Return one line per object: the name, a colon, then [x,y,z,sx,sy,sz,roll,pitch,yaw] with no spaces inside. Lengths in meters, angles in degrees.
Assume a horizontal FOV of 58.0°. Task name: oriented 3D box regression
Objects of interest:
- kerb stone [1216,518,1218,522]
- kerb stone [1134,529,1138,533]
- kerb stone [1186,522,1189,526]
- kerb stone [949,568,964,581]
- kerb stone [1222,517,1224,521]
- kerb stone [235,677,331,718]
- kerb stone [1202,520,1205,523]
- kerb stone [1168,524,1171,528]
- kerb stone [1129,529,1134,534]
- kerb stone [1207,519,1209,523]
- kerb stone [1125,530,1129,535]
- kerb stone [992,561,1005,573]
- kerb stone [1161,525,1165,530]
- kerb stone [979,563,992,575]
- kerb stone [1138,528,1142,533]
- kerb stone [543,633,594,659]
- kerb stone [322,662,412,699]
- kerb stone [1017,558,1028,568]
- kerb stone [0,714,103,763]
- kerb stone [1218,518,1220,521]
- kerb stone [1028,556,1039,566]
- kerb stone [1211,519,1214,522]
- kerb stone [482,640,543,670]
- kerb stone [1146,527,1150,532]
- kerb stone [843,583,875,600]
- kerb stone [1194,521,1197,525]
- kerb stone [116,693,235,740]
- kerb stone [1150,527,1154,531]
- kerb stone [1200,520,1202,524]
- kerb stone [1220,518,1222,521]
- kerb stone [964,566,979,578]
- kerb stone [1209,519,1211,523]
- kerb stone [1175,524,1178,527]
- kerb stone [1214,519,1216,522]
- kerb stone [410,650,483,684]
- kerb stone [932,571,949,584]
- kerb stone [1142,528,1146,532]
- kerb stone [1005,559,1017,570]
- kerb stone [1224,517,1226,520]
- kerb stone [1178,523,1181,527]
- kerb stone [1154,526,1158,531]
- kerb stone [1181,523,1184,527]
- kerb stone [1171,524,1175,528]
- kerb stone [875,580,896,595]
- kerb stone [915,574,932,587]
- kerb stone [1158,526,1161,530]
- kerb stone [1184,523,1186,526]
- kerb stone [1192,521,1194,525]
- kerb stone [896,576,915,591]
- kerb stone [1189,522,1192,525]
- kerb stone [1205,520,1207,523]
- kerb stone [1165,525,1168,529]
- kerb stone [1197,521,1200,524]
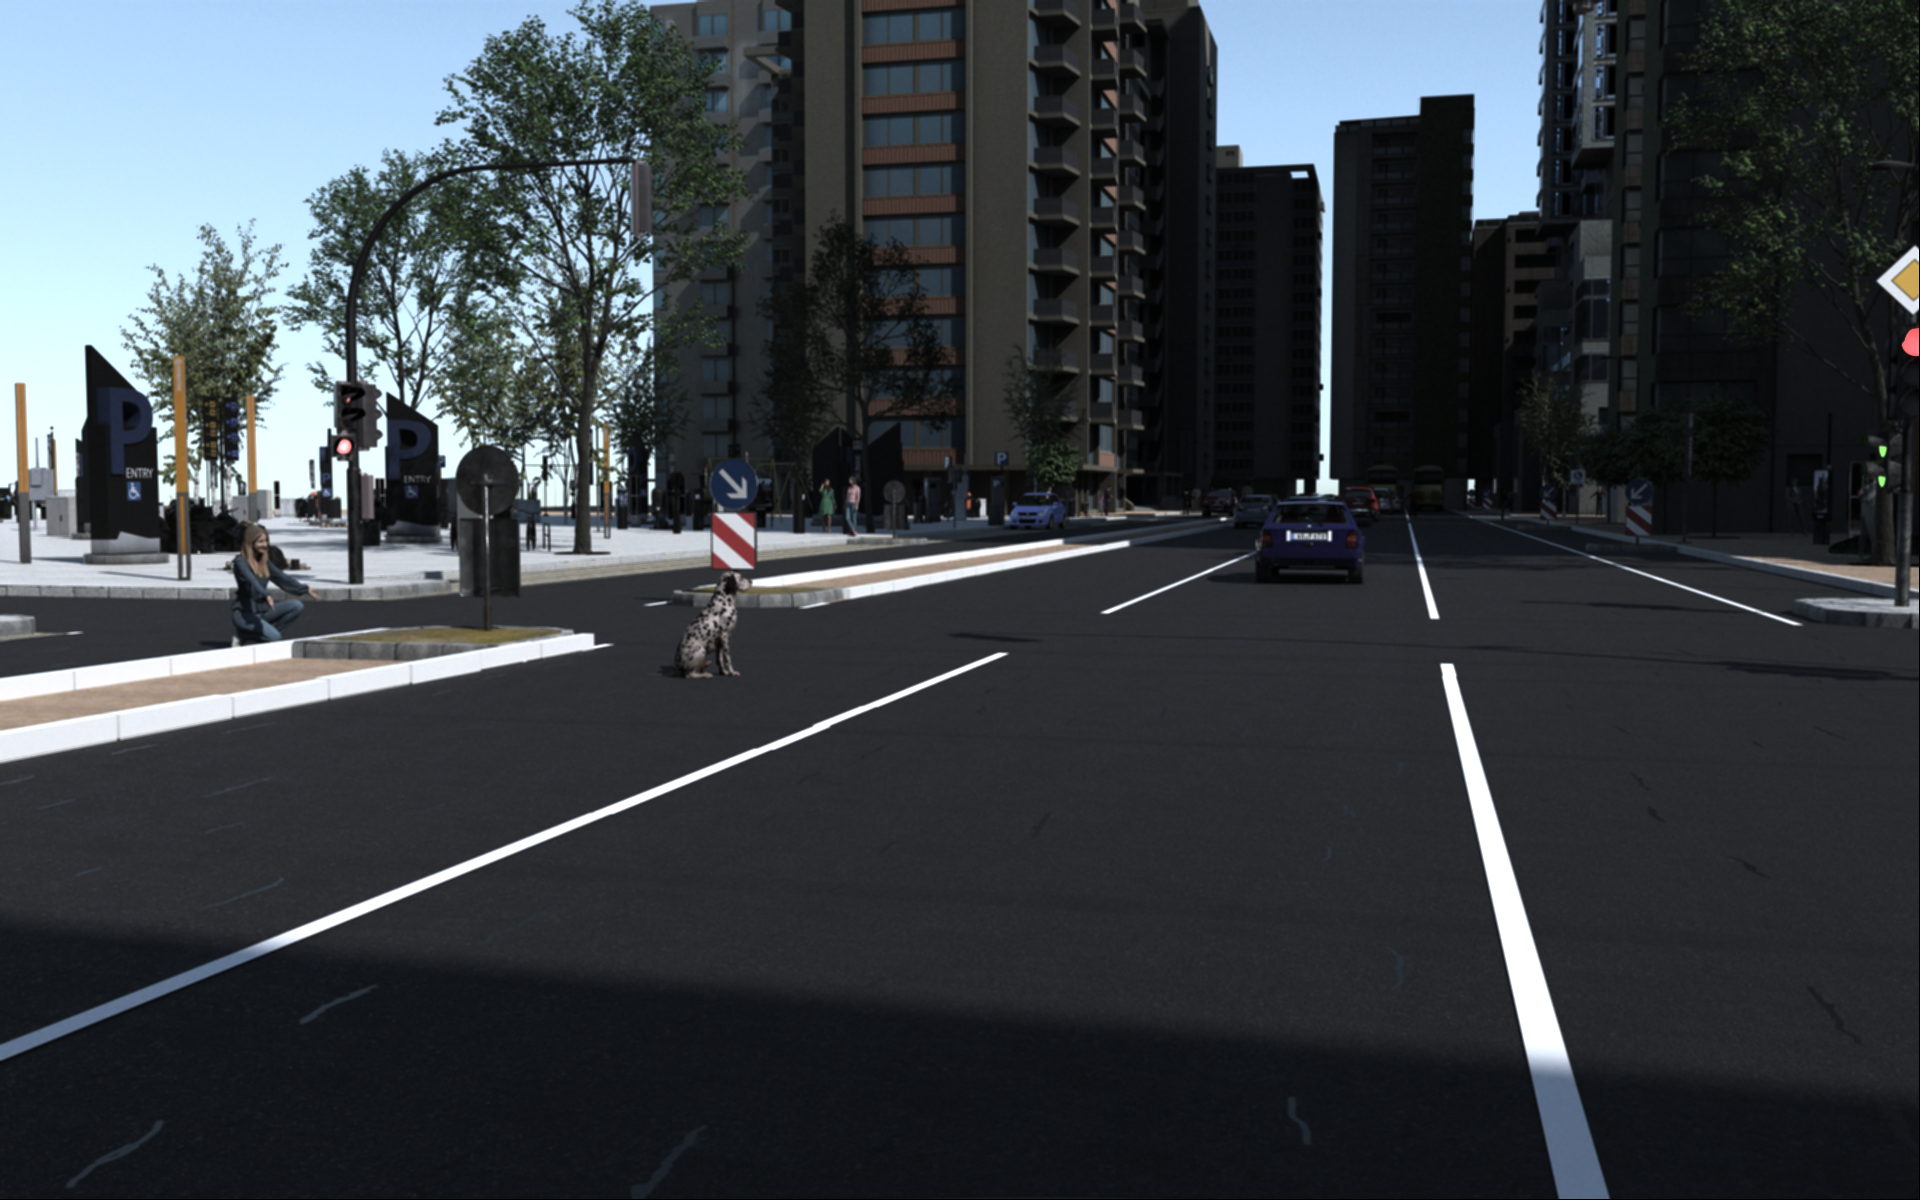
kerb stone: [13.025,-4.093,89.120,0.120,0.150,1.000,1,4,14]
kerb stone: [6.179,-2.446,62.271,0.120,0.150,1.000,1,4,14]
kerb stone: [9.975,-3.363,77.185,0.120,0.150,1.000,1,4,14]
kerb stone: [-0.151,-0.412,28.930,0.120,0.150,1.000,1,4,14]
kerb stone: [13.787,-4.275,92.097,0.120,0.150,1.000,1,4,14]
kerb stone: [-4.576,0.662,11.573,0.120,0.150,1.000,1,4,14]
kerb stone: [11.509,-3.728,83.151,0.120,0.150,1.000,1,4,14]
kerb stone: [8.458,-2.998,71.210,0.120,0.150,1.000,1,4,14]
kerb stone: [5.925,-2.391,61.281,0.120,0.150,1.000,1,4,14]
kerb stone: [12.012,-3.850,85.148,0.120,0.150,1.000,1,4,14]
kerb stone: [5.672,-2.330,60.284,0.120,0.150,1.000,1,4,14]
kerb stone: [0.611,-0.595,31.923,0.120,0.150,1.000,1,4,14]
kerb stone: [7.955,-2.873,69.218,0.120,0.150,1.000,1,4,14]
kerb stone: [0.360,-0.532,30.928,0.120,0.150,1.000,1,4,14]
kerb stone: [6.434,-2.510,63.265,0.120,0.150,1.000,1,4,14]
kerb stone: [-3.563,0.415,15.540,0.120,0.150,1.000,1,4,14]
kerb stone: [-4.324,0.589,12.563,0.120,0.150,1.000,1,4,14]
kerb stone: [1.111,-0.717,33.916,0.120,0.150,1.000,1,4,14]
kerb stone: [-5.079,0.771,9.591,0.120,0.150,1.000,1,4,14]
kerb stone: [13.287,-4.154,90.115,0.120,0.150,1.000,1,4,14]
kerb stone: [1.374,-0.770,34.904,0.120,0.150,1.000,1,4,14]
kerb stone: [12.522,-3.971,87.128,0.120,0.150,1.000,1,4,14]
kerb stone: [-3.821,0.468,14.551,0.120,0.150,1.000,1,4,14]
kerb stone: [6.937,-2.633,65.250,0.120,0.150,1.000,1,4,14]
kerb stone: [-1.423,-0.108,23.963,0.120,0.150,1.000,1,4,14]
kerb stone: [10.741,-3.545,80.161,0.120,0.150,1.000,1,4,14]
kerb stone: [-4.827,0.710,10.582,0.120,0.150,1.000,1,4,14]
kerb stone: [7.190,-2.694,66.241,0.120,0.150,1.000,1,4,14]
kerb stone: [11.252,-3.662,82.160,0.120,0.150,1.000,1,4,14]
kerb stone: [13.530,-4.215,91.108,0.120,0.150,1.000,1,4,14]
kerb stone: [0.102,-0.473,29.933,0.120,0.150,1.000,1,4,14]
kerb stone: [12.263,-3.908,86.139,0.120,0.150,1.000,1,4,14]
kerb stone: [8.974,-3.120,73.200,0.120,0.150,1.000,1,4,14]
kerb stone: [12.779,-4.026,88.128,0.120,0.150,1.000,1,4,14]
kerb stone: [-4.063,0.528,13.557,0.120,0.150,1.000,1,4,14]
kerb stone: [-0.404,-0.349,27.938,0.120,0.150,1.000,1,4,14]
kerb stone: [6.689,-2.573,64.258,0.120,0.150,1.000,1,4,14]
kerb stone: [0.866,-0.654,32.923,0.120,0.150,1.000,1,4,14]
kerb stone: [14.043,-4.337,93.101,0.120,0.150,1.000,1,4,14]
kerb stone: [9.220,-3.180,74.192,0.120,0.150,1.000,1,4,14]
kerb stone: [7.443,-2.753,67.238,0.120,0.150,1.000,1,4,14]
kerb stone: [9.473,-3.235,75.186,0.120,0.150,1.000,1,4,14]
kerb stone: [8.714,-3.058,72.200,0.120,0.150,1.000,1,4,14]
kerb stone: [-1.164,-0.167,24.952,0.120,0.150,1.000,1,4,14]
kerb stone: [-0.659,-0.290,26.942,0.120,0.150,1.000,1,4,14]
kerb stone: [7.703,-2.815,68.227,0.120,0.150,1.000,1,4,14]
kerb stone: [9.723,-3.302,76.185,0.120,0.150,1.000,1,4,14]
kerb stone: [10.484,-3.480,79.170,0.120,0.150,1.000,1,4,14]
kerb stone: [-0.903,-0.229,25.942,0.120,0.150,1.000,1,4,14]
kerb stone: [10.232,-3.421,78.175,0.120,0.150,1.000,1,4,14]
kerb stone: [11.762,-3.789,84.148,0.120,0.150,1.000,1,4,14]
kerb stone: [8.214,-2.932,70.218,0.120,0.150,1.000,1,4,14]
kerb stone: [10.994,-3.606,81.152,0.120,0.150,1.000,1,4,14]
